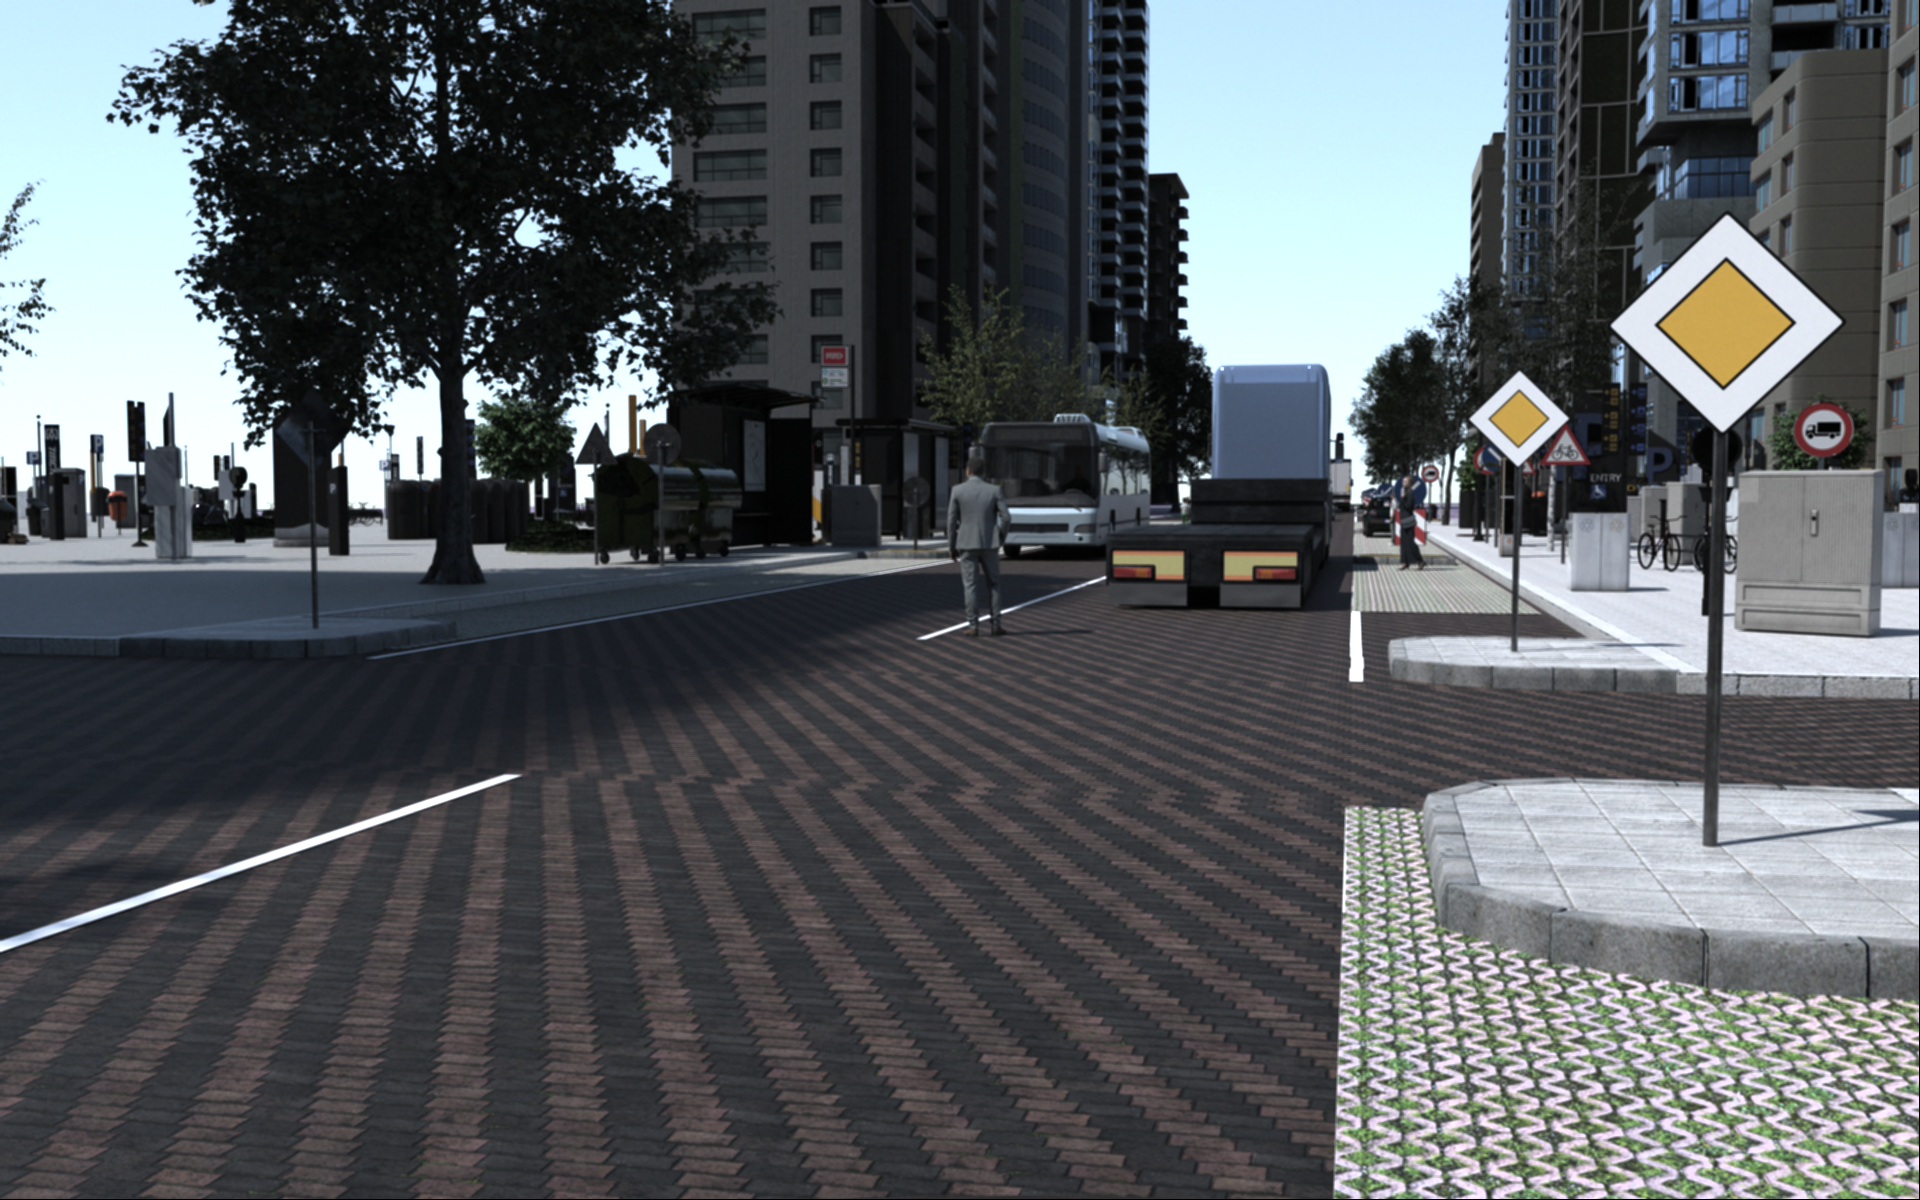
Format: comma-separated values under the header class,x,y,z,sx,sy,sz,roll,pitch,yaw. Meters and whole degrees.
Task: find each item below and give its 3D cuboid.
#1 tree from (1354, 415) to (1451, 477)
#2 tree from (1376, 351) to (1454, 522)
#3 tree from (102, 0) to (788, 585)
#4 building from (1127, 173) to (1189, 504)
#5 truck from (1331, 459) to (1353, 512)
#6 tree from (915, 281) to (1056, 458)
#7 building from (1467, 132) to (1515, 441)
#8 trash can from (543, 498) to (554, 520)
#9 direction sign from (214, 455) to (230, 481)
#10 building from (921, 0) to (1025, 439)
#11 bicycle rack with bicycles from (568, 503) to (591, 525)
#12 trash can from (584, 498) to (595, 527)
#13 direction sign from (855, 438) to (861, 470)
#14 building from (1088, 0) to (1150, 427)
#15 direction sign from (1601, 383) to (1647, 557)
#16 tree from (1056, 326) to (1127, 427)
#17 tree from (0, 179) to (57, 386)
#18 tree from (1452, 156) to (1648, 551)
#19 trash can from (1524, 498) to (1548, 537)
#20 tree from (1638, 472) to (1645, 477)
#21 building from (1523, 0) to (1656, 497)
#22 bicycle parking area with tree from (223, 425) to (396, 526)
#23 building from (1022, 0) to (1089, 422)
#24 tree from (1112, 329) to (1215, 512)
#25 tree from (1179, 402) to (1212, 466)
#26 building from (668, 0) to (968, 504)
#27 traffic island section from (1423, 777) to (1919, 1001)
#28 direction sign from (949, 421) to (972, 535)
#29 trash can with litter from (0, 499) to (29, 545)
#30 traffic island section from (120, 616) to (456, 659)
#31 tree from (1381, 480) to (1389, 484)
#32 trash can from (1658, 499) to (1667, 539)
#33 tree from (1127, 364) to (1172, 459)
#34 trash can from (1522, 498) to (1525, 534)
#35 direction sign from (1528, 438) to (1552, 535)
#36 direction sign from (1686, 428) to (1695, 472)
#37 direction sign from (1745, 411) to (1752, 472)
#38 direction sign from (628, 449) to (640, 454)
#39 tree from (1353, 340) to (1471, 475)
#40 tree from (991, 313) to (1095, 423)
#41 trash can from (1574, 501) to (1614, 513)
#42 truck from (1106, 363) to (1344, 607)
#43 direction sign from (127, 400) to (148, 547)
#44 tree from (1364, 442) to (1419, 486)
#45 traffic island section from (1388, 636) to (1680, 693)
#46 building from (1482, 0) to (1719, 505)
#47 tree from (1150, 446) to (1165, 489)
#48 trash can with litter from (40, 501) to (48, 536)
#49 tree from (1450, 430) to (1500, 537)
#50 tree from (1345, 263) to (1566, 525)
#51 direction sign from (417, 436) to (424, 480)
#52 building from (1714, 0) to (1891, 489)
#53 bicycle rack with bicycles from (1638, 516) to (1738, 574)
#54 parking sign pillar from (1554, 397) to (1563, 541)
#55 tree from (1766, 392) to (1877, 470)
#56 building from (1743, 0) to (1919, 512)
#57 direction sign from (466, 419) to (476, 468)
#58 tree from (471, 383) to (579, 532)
class,x,y,z,sx,sy,sz,roll,pitch,yaw
tree,44.357,-16.058,172.925,12.009,13.543,11.850,0,3,0
tree,22.088,-7.938,80.156,4.360,8.622,3.978,0,3,0
tree,-7.309,-6.591,24.772,9.611,12.733,9.660,0,3,0
building,18.839,-35.342,232.459,22.147,44.769,28.867,1,4,13
truck,31.137,-9.453,143.466,2.839,4.237,11.283,1,4,12
tree,0.624,-6.660,59.261,4.737,8.622,4.395,0,3,0
building,78.259,-36.862,226.401,21.300,48.544,21.600,1,4,13
trash can,-15.571,-3.259,64.934,0.748,1.137,0.748,0,3,0
direction sign,-43.028,-6.670,101.043,0.876,3.537,0.379,-1,4,-20
building,-3.886,-26.413,115.444,14.154,41.232,14.086,1,4,13
bicycle rack with bicycles,-15.142,-3.559,71.572,2.852,0.926,2.925,1,4,22
trash can,-14.205,-3.395,67.158,0.748,1.137,0.748,0,3,0
direction sign,-3.137,-3.933,56.309,0.876,3.537,0.379,2,4,26
building,11.386,-54.389,201.936,22.319,86.520,31.000,1,4,13
direction sign,13.498,-2.646,35.259,0.876,3.537,0.379,0,4,4
tree,4.690,-7.733,76.800,4.737,8.622,4.395,0,3,0
tree,-18.670,-4.922,30.833,4.737,8.622,4.395,0,3,0
tree,13.277,-5.406,38.743,4.360,8.622,3.978,0,3,0
trash can,17.543,-2.482,52.233,0.748,1.137,0.748,0,3,0
tree,32.637,-5.321,81.594,1.663,3.219,1.824,0,3,0
building,55.944,-42.575,134.345,20.563,71.187,20.611,1,4,13
bicycle parking area with tree,-25.909,-5.267,73.112,9.016,4.147,8.231,-3,5,-45
building,-2.353,-36.370,136.656,21.231,58.520,28.212,1,4,13
tree,15.029,-12.485,121.137,9.611,12.733,9.660,0,3,0
tree,24.064,-14.532,163.361,9.928,11.665,9.643,0,3,0
building,-7.885,-20.180,101.644,14.160,30.474,14.107,1,4,13
traffic island section,2.757,0.976,6.326,2.009,0.180,2.903,1,4,13
direction sign,0.012,-3.793,54.016,0.876,3.537,0.379,-3,4,-36
trash can with litter,-24.227,-2.008,44.221,1.055,1.170,0.624,1,4,22
traffic island section,-6.180,0.350,16.554,2.009,0.180,2.903,1,4,13
tree,52.629,-13.491,215.171,1.663,3.219,1.824,0,3,0
trash can,19.368,-2.167,47.081,0.748,1.137,0.748,0,3,0
tree,9.739,-9.077,98.766,4.737,8.622,4.395,0,3,0
trash can,18.222,-2.707,55.907,0.748,1.137,0.748,0,3,0
direction sign,18.030,-3.804,54.188,0.876,3.537,0.379,1,4,13
direction sign,25.137,-4.138,59.660,0.379,3.537,0.876,0,4,7
direction sign,17.419,-2.833,38.321,0.379,3.537,0.876,1,4,18
direction sign,-16.209,-5.795,86.752,0.876,3.537,0.379,-3,4,-38
tree,30.310,-11.648,116.203,9.928,11.665,9.643,0,3,0
tree,3.048,-7.329,70.199,4.360,8.622,3.978,0,3,0
trash can,12.622,-1.398,34.507,0.748,1.137,0.748,0,3,0
truck,5.107,-2.478,30.278,2.967,4.110,18.799,1,4,13
direction sign,-20.061,-3.074,42.262,0.379,3.537,0.876,0,4,0
tree,56.653,-18.843,226.203,7.486,12.596,7.792,0,3,0
traffic island section,4.535,0.500,14.111,2.009,0.180,2.903,1,4,13
building,71.789,-54.248,199.621,22.319,86.520,31.000,1,4,13
tree,11.028,-7.458,105.658,4.285,4.588,4.351,0,3,0
trash can with litter,-28.095,-2.552,53.115,1.055,1.170,0.624,1,4,20
tree,15.559,-3.534,52.385,1.663,3.219,1.824,0,3,0
tree,20.119,-8.322,70.479,8.767,10.594,7.601,-3,4,-38
direction sign,-21.108,-4.635,67.774,0.379,3.537,0.876,-2,4,-31
building,51.496,-48.632,107.809,22.319,86.520,31.000,1,4,13
bicycle rack with bicycles,12.668,-0.913,28.305,2.852,0.926,2.925,0,4,4
parking sign pillar,17.076,-3.633,47.874,1.447,3.967,1.447,2,4,30
tree,27.650,-4.398,55.628,4.285,4.588,4.351,0,3,0
building,45.184,-13.125,59.635,27.650,21.520,28.899,1,4,13
direction sign,-15.055,-3.687,52.274,0.876,3.537,0.379,0,4,-5
tree,-12.578,-4.051,49.948,4.285,4.588,4.351,0,3,0
